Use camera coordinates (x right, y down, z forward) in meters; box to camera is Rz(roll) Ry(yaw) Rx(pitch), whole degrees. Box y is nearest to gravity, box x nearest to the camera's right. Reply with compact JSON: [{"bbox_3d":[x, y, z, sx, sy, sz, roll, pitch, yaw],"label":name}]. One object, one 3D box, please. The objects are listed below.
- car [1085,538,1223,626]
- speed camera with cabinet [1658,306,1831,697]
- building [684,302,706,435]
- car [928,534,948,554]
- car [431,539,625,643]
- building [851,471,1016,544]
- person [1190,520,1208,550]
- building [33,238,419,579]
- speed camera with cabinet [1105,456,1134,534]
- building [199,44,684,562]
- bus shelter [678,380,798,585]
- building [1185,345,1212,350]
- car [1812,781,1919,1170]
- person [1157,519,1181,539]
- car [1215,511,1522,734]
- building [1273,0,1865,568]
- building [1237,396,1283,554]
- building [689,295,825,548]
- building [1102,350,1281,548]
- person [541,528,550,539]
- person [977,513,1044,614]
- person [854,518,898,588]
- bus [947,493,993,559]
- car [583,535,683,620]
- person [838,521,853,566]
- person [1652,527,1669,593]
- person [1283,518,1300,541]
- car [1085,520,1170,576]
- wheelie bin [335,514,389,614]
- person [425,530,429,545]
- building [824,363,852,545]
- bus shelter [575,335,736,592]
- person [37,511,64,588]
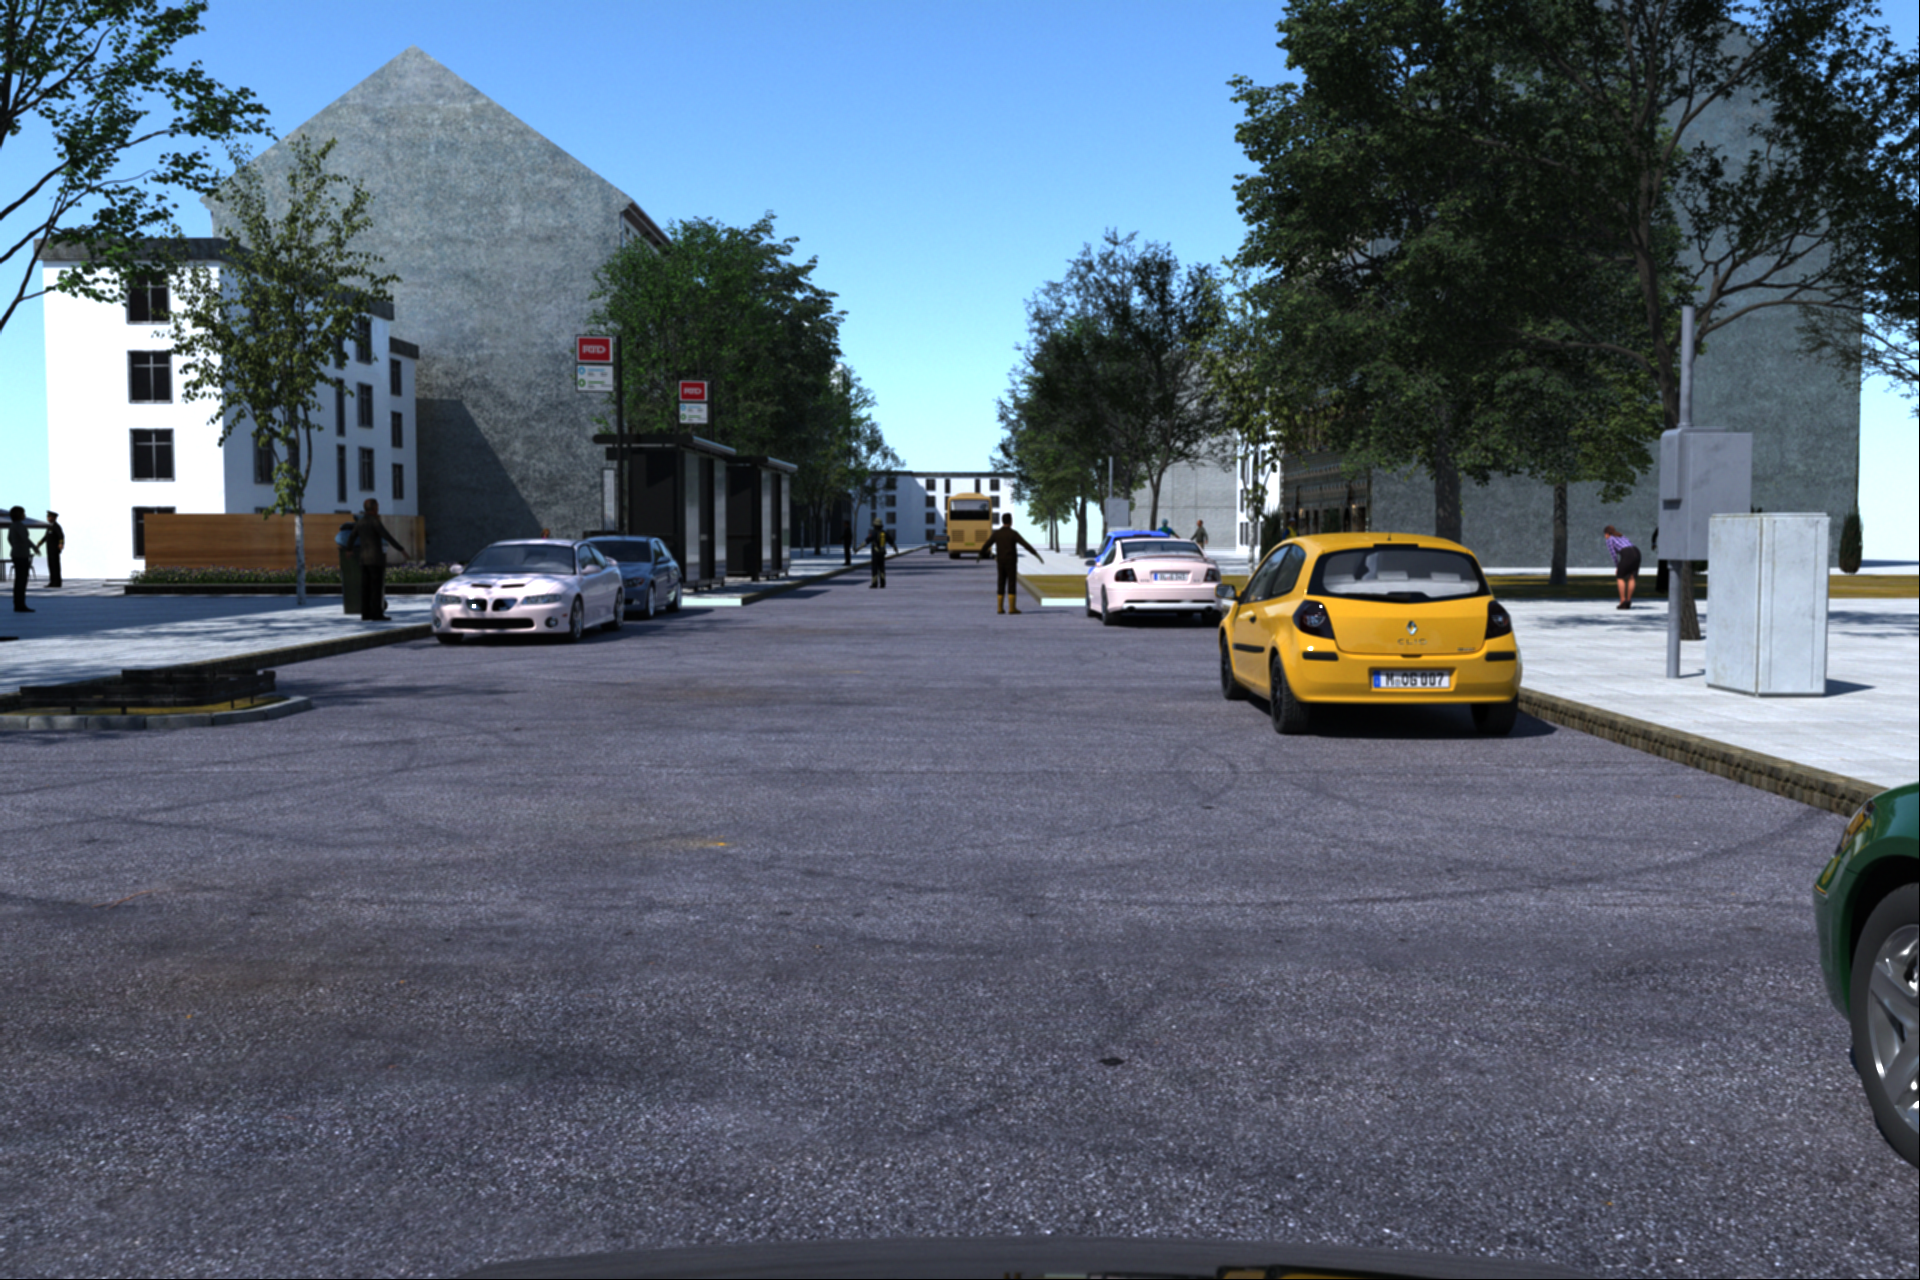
[{"bbox_3d":[3.137,-0.984,28.455,2.083,1.381,4.827,0,4,-1],"label":"car"},{"bbox_3d":[6.525,-1.232,14.483,0.660,3.252,2.038,0,3,0],"label":"speed camera with cabinet"},{"bbox_3d":[-27.285,-15.058,112.649,16.747,18.905,31.486,0,4,0],"label":"building"},{"bbox_3d":[-1.285,-7.017,124.511,2.009,1.686,4.222,0,4,0],"label":"car"},{"bbox_3d":[-5.958,-0.732,24.334,2.083,1.381,4.827,0,4,0],"label":"car"},{"bbox_3d":[-6.661,-17.473,230.289,28.070,9.664,9.099,0,4,-5],"label":"building"},{"bbox_3d":[8.778,-3.501,63.517,0.705,1.796,1.348,-1,4,-21],"label":"person"},{"bbox_3d":[-25.161,-7.412,63.341,9.099,9.664,28.070,0,4,1],"label":"building"},{"bbox_3d":[4.025,-3.009,43.530,0.660,3.252,2.038,0,4,1],"label":"speed camera with cabinet"},{"bbox_3d":[-24.572,-15.684,87.366,19.493,23.208,18.063,0,4,0],"label":"building"},{"bbox_3d":[-6.137,-4.293,47.819,2.179,5.291,8.768,0,4,2],"label":"bus shelter"},{"bbox_3d":[26.927,-22.882,205.056,19.493,23.208,18.063,0,4,1],"label":"building"},{"bbox_3d":[3.054,0.573,2.429,2.131,1.459,4.920,0,4,0],"label":"car"},{"bbox_3d":[7.296,-3.399,61.700,1.347,1.817,0.704,1,4,8],"label":"person"},{"bbox_3d":[3.118,-0.220,13.818,2.015,1.641,3.980,0,4,0],"label":"car"},{"bbox_3d":[24.731,-14.871,74.068,19.493,23.208,18.063,0,3,0],"label":"building"},{"bbox_3d":[23.291,-9.978,105.284,9.099,9.664,28.070,0,4,1],"label":"building"},{"bbox_3d":[-28.092,-19.387,160.955,27.936,21.610,32.646,0,4,1],"label":"building"},{"bbox_3d":[23.911,-18.881,175.159,16.747,18.905,31.486,0,4,1],"label":"building"},{"bbox_3d":[-10.547,-2.152,44.457,0.599,1.433,0.991,1,4,23],"label":"person"},{"bbox_3d":[0.858,-1.375,31.076,1.346,1.812,0.704,2,4,29],"label":"person"},{"bbox_3d":[-2.176,-2.300,45.842,1.354,1.856,0.705,-2,4,-35],"label":"person"},{"bbox_3d":[0.580,-6.787,102.517,2.896,3.916,12.252,0,4,0],"label":"bus"},{"bbox_3d":[-6.007,-1.130,30.471,2.014,1.417,4.499,0,4,0],"label":"car"},{"bbox_3d":[-4.602,-3.920,70.323,0.704,1.802,1.346,1,4,18],"label":"person"},{"bbox_3d":[15.355,-1.887,37.571,1.216,1.740,0.721,-3,4,-36],"label":"person"},{"bbox_3d":[11.145,-3.184,58.020,1.349,1.833,0.705,-3,5,-45],"label":"person"},{"bbox_3d":[3.454,-1.505,34.192,1.945,1.707,3.694,0,4,0],"label":"car"},{"bbox_3d":[-9.681,-1.230,28.021,0.693,1.594,0.980,0,4,0],"label":"wheelie bin"},{"bbox_3d":[-19.519,-3.462,62.367,1.354,1.858,0.705,2,4,34],"label":"person"},{"bbox_3d":[-27.989,-22.043,204.380,27.936,21.610,32.646,0,4,1],"label":"building"},{"bbox_3d":[-6.603,-3.672,37.663,2.179,5.291,8.768,0,4,1],"label":"bus shelter"},{"bbox_3d":[-21.669,-2.166,41.344,1.347,1.837,0.705,3,4,39],"label":"person"}]
